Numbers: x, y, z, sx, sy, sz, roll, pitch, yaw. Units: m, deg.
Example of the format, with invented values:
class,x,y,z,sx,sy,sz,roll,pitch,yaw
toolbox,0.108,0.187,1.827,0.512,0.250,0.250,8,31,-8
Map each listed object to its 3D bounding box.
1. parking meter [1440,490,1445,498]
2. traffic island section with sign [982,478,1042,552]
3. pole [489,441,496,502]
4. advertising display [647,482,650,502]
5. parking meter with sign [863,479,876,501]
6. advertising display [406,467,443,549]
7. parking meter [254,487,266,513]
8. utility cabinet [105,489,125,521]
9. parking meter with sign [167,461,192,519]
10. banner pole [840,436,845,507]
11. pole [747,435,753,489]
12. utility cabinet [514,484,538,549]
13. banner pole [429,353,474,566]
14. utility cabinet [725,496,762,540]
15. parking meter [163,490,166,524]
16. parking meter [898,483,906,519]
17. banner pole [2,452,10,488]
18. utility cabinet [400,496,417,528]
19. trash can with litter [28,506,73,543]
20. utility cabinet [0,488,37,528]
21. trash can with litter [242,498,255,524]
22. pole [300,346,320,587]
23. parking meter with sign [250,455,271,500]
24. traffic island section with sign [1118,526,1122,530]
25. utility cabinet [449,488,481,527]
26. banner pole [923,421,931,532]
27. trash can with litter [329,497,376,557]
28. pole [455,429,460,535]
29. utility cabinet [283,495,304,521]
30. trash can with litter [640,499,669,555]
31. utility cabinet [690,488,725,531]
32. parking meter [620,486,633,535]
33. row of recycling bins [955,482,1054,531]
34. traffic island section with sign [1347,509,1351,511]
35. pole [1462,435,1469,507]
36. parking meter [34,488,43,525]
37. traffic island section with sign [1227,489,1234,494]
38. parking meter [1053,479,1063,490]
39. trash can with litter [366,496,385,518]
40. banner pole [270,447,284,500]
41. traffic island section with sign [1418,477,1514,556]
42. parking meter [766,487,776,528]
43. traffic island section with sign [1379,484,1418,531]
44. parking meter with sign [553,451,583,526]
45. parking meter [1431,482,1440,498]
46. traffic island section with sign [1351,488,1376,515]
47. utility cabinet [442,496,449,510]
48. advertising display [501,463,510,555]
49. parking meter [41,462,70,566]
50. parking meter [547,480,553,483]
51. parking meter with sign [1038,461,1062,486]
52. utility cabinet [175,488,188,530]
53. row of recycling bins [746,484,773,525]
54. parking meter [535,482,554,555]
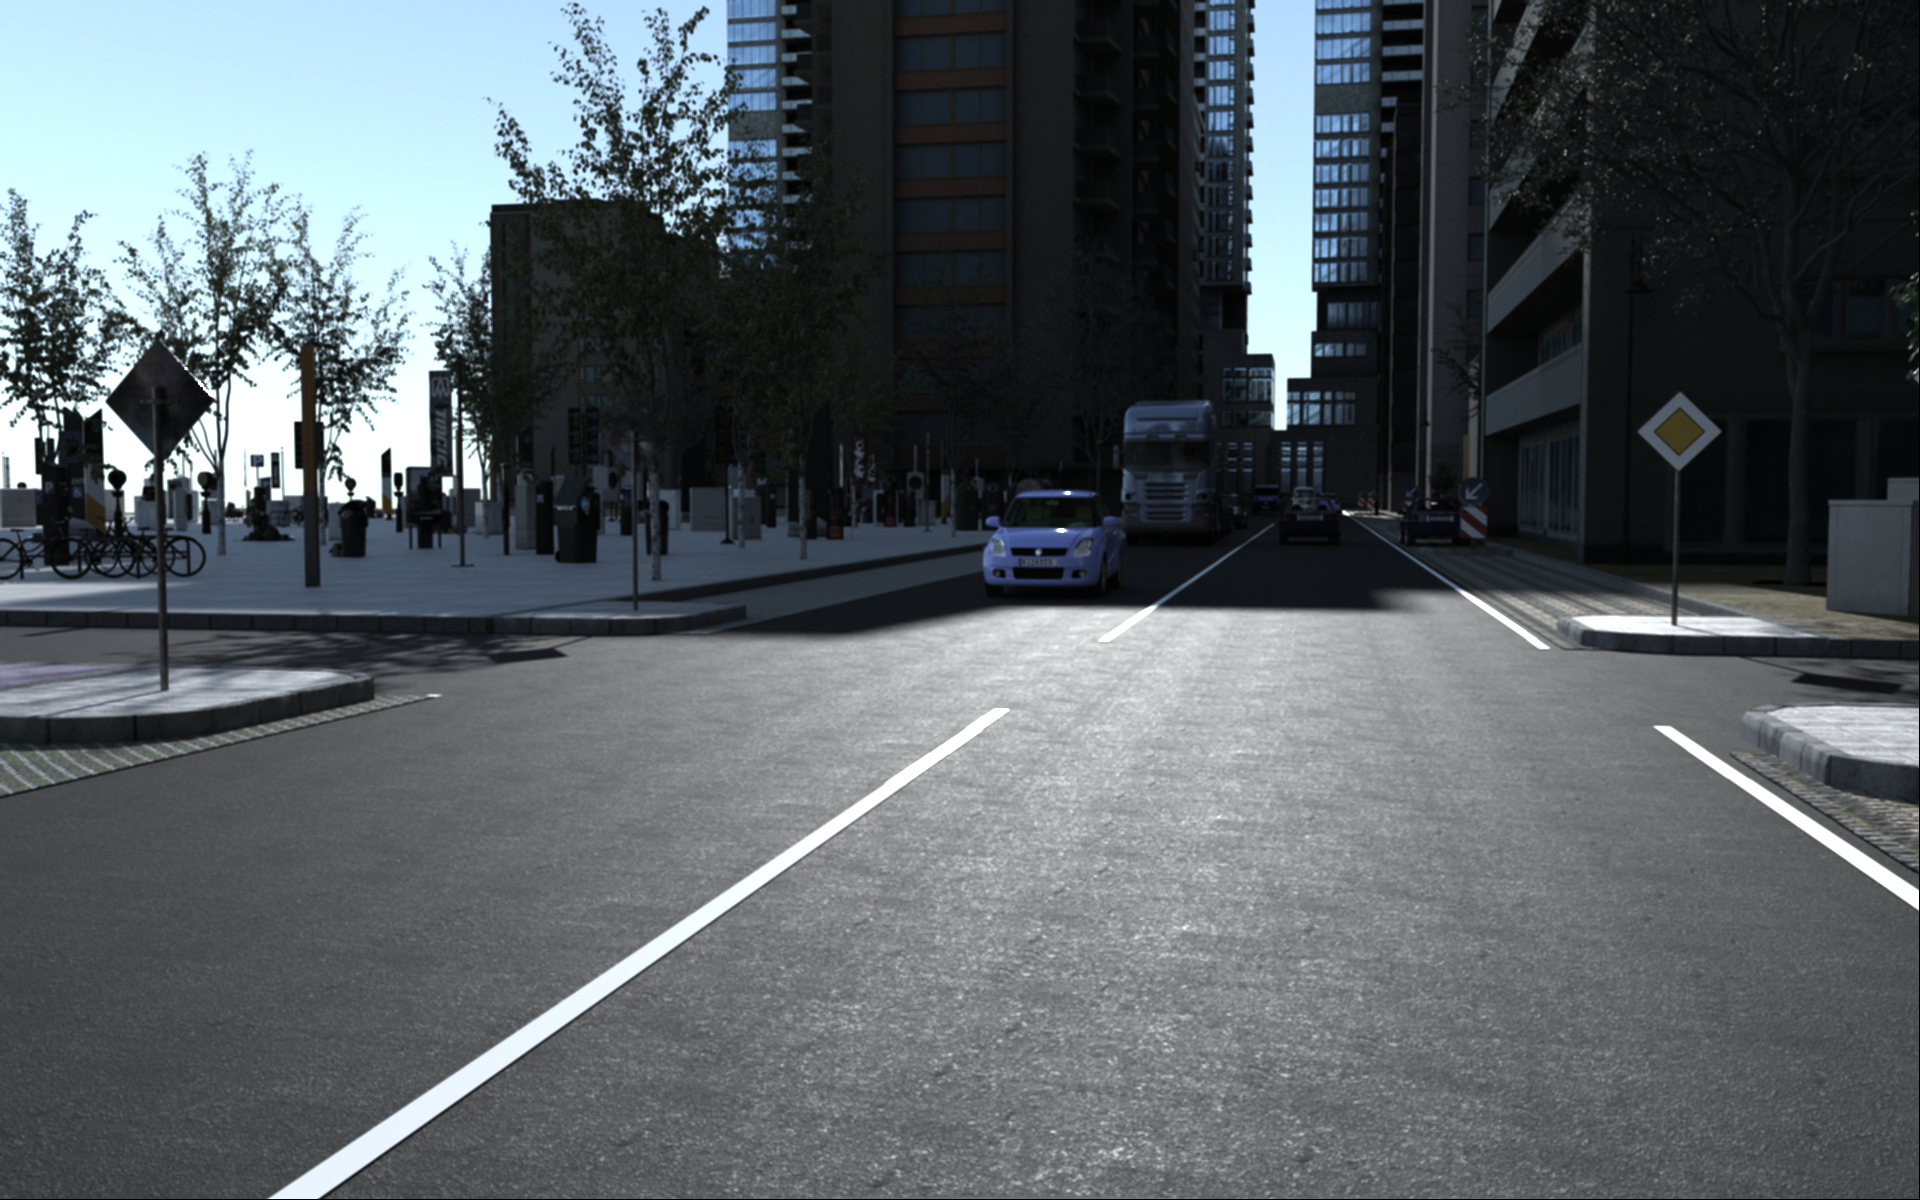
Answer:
class,x,y,z,sx,sy,sz,roll,pitch,yaw
parking meter,24.158,-4.805,86.968,0.372,1.533,0.369,0,3,0
traffic island section with sign,1.694,-2.113,43.177,1.989,1.847,2.006,1,4,12
pole,-18.075,-4.473,66.973,0.158,3.312,0.155,0,3,0
advertising display,-16.459,-5.250,91.059,0.123,1.923,0.974,-2,4,-30
parking meter with sign,-4.705,-5.766,90.535,1.738,3.016,0.543,0,4,0
advertising display,-12.652,-2.185,40.933,0.123,1.923,0.974,2,4,33
parking meter,-34.885,-4.761,86.249,0.372,1.533,0.369,0,3,0
utility cabinet,-40.154,-4.479,81.909,1.173,1.500,0.318,0,4,-2
parking meter with sign,-41.006,-5.757,90.380,1.738,3.016,0.543,-2,4,-30
banner pole,-5.071,-5.177,74.668,0.401,3.779,0.863,-1,4,-19
pole,-7.310,-4.067,60.333,0.158,3.312,0.155,0,3,0
utility cabinet,-10.086,-1.946,40.501,0.318,1.500,1.173,0,4,4
banner pole,-9.087,-2.496,30.829,0.863,3.779,0.401,1,4,18
utility cabinet,-6.087,-2.310,48.932,0.306,1.237,1.020,3,5,45
parking meter,-33.909,-3.982,73.516,0.372,1.533,0.369,0,3,0
parking meter,-3.004,-5.124,89.489,0.399,1.863,0.255,0,4,5
banner pole,-56.490,-6.884,102.576,0.863,3.779,0.401,2,4,31
utility cabinet,-21.020,-3.359,66.084,0.306,1.237,1.020,1,4,10
trash can with litter,-24.149,-2.114,45.948,1.055,1.170,0.624,-3,5,-41
utility cabinet,-35.706,-3.484,65.644,1.173,1.500,0.318,-3,4,-37
trash can with litter,-30.566,-3.872,74.696,1.055,1.170,0.624,2,4,31
pole,-8.976,-1.840,23.924,0.158,3.312,0.155,0,3,0
parking meter with sign,-30.539,-4.873,75.942,0.543,3.016,1.738,-3,4,-38
traffic island section with sign,7.193,-3.745,69.859,1.989,1.847,2.006,1,4,12
utility cabinet,-19.284,-3.596,67.468,1.173,1.500,0.318,-3,5,-40
banner pole,-1.099,-4.228,59.140,0.401,3.779,0.863,0,4,-6
trash can with litter,-12.555,-1.467,35.372,1.055,1.170,0.624,3,5,41
pole,-15.774,-3.712,54.540,0.158,3.312,0.155,0,3,0
utility cabinet,-31.760,-4.370,82.609,1.020,1.237,0.306,1,4,19
trash can with litter,-6.496,-1.553,36.785,0.624,1.170,1.055,-1,4,-12
utility cabinet,-8.744,-3.139,59.994,1.173,1.500,0.318,-1,4,-18
parking meter,-10.365,-2.777,53.818,0.372,1.533,0.369,0,3,0
row of recycling bins,1.564,-3.290,60.911,3.534,1.692,1.069,0,4,3
traffic island section with sign,33.170,-8.263,143.728,1.989,1.847,2.006,1,4,12
pole,17.466,-4.036,59.840,0.158,3.312,0.155,0,3,0
parking meter,-37.948,-3.845,71.273,0.372,1.533,0.369,0,3,0
traffic island section with sign,22.765,-8.363,145.357,1.989,1.847,2.006,1,4,12
parking meter,3.724,-3.676,65.820,0.255,1.863,0.399,2,4,25
trash can with litter,-31.441,-4.995,93.059,1.055,1.170,0.624,0,4,2
banner pole,-36.055,-6.217,91.667,0.401,3.779,0.863,3,5,44
traffic island section with sign,11.996,-1.983,41.050,1.989,1.847,2.006,1,4,12
parking meter,-7.239,-3.549,66.431,0.372,1.533,0.369,0,3,0
traffic island section with sign,17.569,-3.635,68.063,1.989,1.847,2.006,1,4,12
parking meter with sign,-16.078,-4.538,70.451,1.738,3.016,0.543,3,5,42
parking meter,23.302,-4.839,84.832,0.255,1.863,0.399,-2,4,-24
traffic island section with sign,27.653,-6.628,117.003,1.989,1.847,2.006,1,4,12
utility cabinet,-20.343,-3.439,67.394,1.020,1.237,0.306,1,4,14
advertising display,-9.631,-1.926,36.706,0.123,1.923,0.974,-1,4,-17
parking meter,-16.255,-1.555,31.138,0.399,1.863,0.255,1,4,15
parking meter,-17.237,-4.106,72.848,0.255,1.863,0.399,-1,4,-14
parking meter with sign,4.466,-5.803,91.135,1.738,3.016,0.543,1,4,21
utility cabinet,-27.309,-3.187,60.780,0.318,1.500,1.173,-1,4,-21
row of recycling bins,-8.600,-4.125,74.549,1.069,1.692,3.534,-1,4,-14
parking meter,-8.826,-1.736,36.795,0.372,1.533,0.369,0,3,0
